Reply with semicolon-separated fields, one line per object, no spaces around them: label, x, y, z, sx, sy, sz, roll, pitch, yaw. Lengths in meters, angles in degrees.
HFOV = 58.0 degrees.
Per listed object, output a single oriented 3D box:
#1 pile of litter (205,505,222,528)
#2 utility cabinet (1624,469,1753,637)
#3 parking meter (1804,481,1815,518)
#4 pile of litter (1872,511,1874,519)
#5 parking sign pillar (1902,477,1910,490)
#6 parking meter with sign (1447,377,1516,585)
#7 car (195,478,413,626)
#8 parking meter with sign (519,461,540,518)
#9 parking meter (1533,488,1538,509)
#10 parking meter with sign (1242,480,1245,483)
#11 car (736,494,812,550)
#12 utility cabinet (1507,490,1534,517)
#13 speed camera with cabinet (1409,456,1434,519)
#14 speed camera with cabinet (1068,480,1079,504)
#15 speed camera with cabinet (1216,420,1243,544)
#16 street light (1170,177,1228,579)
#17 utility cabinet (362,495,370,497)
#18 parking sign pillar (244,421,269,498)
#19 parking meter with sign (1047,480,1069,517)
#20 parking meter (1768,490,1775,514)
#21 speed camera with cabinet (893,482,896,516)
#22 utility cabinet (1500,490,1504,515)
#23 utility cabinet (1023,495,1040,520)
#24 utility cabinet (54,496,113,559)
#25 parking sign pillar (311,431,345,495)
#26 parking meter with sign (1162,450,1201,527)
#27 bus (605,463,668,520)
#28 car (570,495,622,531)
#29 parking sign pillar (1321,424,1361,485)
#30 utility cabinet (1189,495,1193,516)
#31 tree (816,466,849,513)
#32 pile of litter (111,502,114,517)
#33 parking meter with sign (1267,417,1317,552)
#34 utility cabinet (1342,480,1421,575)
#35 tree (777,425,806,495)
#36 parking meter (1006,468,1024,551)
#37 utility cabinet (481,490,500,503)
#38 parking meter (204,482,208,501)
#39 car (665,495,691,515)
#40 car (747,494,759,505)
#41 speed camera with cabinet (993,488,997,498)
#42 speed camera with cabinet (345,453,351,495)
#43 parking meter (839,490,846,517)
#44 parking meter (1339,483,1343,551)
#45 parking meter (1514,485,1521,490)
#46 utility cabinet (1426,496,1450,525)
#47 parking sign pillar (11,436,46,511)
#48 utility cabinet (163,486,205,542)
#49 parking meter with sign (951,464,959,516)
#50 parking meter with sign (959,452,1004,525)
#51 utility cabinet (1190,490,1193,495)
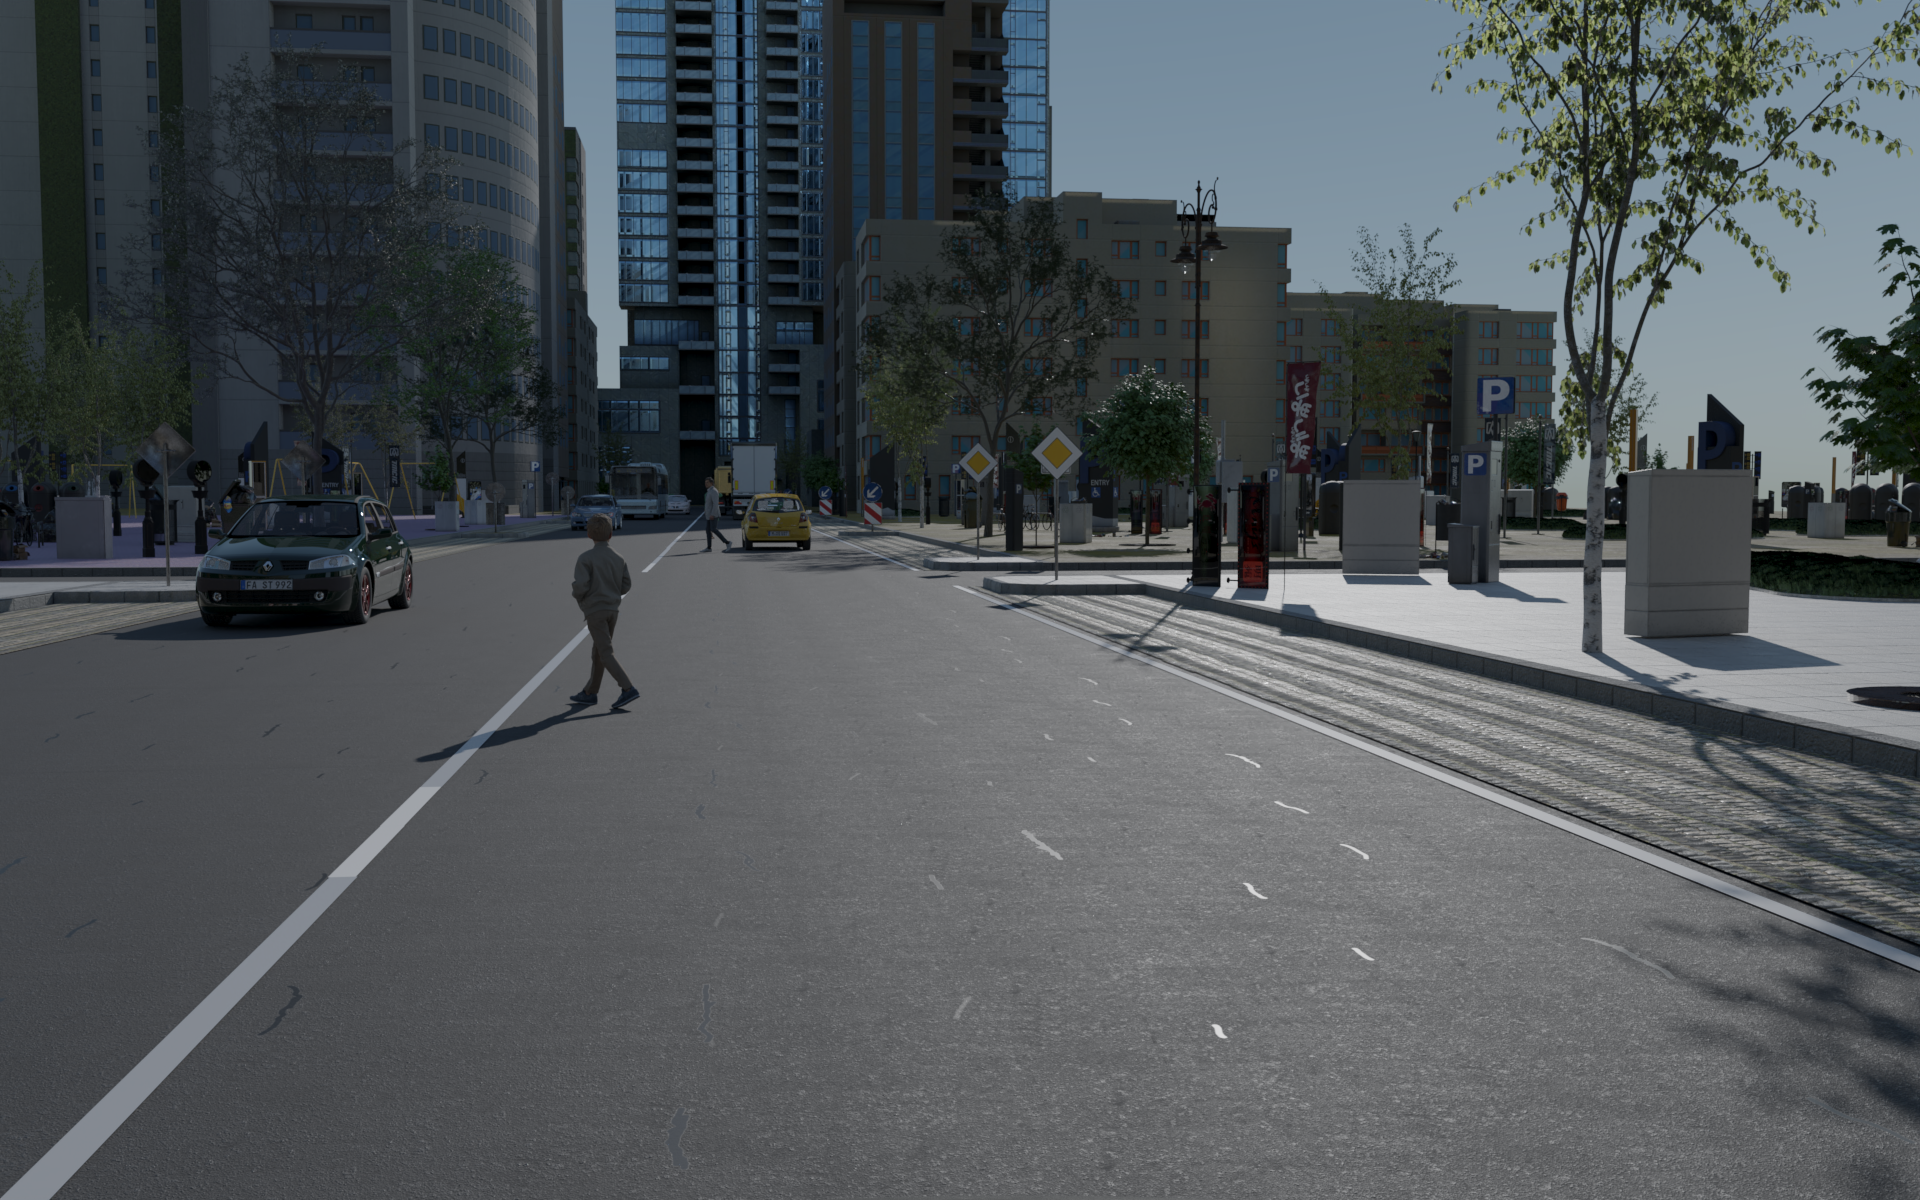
pile of litter;-28.919;-3.218;66.576;1.719;0.858;1.176;-1;4;-18
utility cabinet;6.558;-0.424;15.611;1.173;1.500;0.318;-1;4;-22
parking meter;39.038;-4.520;79.611;0.255;1.863;0.399;-2;4;-26
pile of litter;45.953;-4.500;87.548;1.176;0.858;1.719;0;4;-7
parking sign pillar;52.810;-6.575;95.974;1.447;3.967;1.447;0;4;-2
parking meter with sign;7.571;-1.772;25.241;0.543;3.016;1.738;2;4;32
car;-7.552;-0.637;20.197;2.009;1.686;4.222;0;4;-8
parking meter with sign;-23.088;-5.899;92.715;0.543;3.016;1.738;-3;4;-38
parking meter;33.444;-5.803;100.582;0.399;1.863;0.255;3;5;39
parking meter with sign;14.838;-5.886;92.495;1.738;3.016;0.543;1;4;23
car;-4.871;-2.165;45.618;2.015;1.641;3.980;-1;4;-9
utility cabinet;27.501;-4.669;85.015;1.173;1.500;0.318;2;4;33
speed camera with cabinet;24.022;-5.863;90.193;0.660;3.252;2.038;3;4;38
speed camera with cabinet;6.949;-6.746;104.635;0.660;3.252;2.038;-3;5;-42
speed camera with cabinet;7.321;-3.146;45.766;0.660;3.252;2.038;0;4;-8
street light;3.517;-3.235;25.677;0.468;5.910;1.993;0;4;-8
utility cabinet;-35.961;-5.689;104.177;1.020;1.237;0.306;2;4;26
parking sign pillar;-25.848;-4.597;63.627;1.447;3.967;1.447;0;4;-1
parking meter with sign;5.693;-6.117;96.279;1.738;3.016;0.543;0;4;1
parking meter;52.425;-6.330;111.913;0.372;1.533;0.369;0;3;0
speed camera with cabinet;-3.817;-6.028;92.892;0.660;3.252;2.038;0;4;3
utility cabinet;27.003;-4.816;87.421;1.173;1.500;0.318;-1;4;-23
utility cabinet;3.408;-4.537;85.345;1.020;1.237;0.306;0;4;-1
utility cabinet;-17.424;-1.425;34.462;1.020;1.237;0.306;0;4;5
parking sign pillar;-27.024;-5.232;74.014;1.447;3.967;1.447;0;4;-3
parking meter with sign;8.447;-4.323;66.948;1.738;3.016;0.543;-2;4;-28
bus;-18.380;-6.404;99.563;2.948;3.499;13.247;0;4;-7
car;-14.567;-3.517;69.507;2.014;1.417;4.499;0;4;-7
parking sign pillar;14.815;-4.734;65.880;1.447;3.967;1.447;2;4;33
utility cabinet;13.258;-5.405;99.531;0.306;1.237;1.020;3;4;37
tree;-8.537;-7.472;116.774;1.663;3.219;1.824;0;3;0
pile of litter;-46.984;-4.966;95.166;1.176;0.858;1.719;1;4;13
parking meter with sign;7.232;-2.608;38.903;1.738;3.016;0.543;-3;5;-41
utility cabinet;6.642;-1.139;27.305;1.173;1.500;0.318;1;4;15
tree;-17.777;-14.340;184.828;4.737;8.622;4.395;0;3;0
parking meter;1.237;-2.048;39.201;0.255;1.863;0.399;3;5;40
utility cabinet;-27.120;-5.576;99.846;0.318;1.500;1.173;3;5;43
parking meter;-37.718;-4.931;86.335;0.399;1.863;0.255;2;4;30
car;-19.791;-6.636;120.866;2.083;1.381;4.827;0;4;-8
car;-8.802;-4.184;80.201;2.131;1.459;4.920;0;4;-7
speed camera with cabinet;2.272;-5.929;91.273;2.038;3.252;0.660;1;4;12
speed camera with cabinet;-29.555;-5.363;82.016;2.038;3.252;0.660;0;4;3
parking meter;-6.699;-5.526;98.757;0.372;1.533;0.369;0;3;0
parking meter;8.806;-1.892;39.350;0.372;1.533;0.369;0;3;0
parking meter;34.049;-6.121;105.781;0.399;1.863;0.255;0;4;2
utility cabinet;19.807;-3.707;71.774;0.306;1.237;1.020;-2;4;-35
parking sign pillar;-41.450;-5.420;77.083;1.447;3.967;1.447;0;4;2
utility cabinet;-20.480;-2.265;45.712;1.173;1.500;0.318;2;4;26
parking meter with sign;-0.019;-6.403;100.947;0.543;3.016;1.738;1;4;15
parking meter with sign;0.931;-4.604;71.533;1.738;3.016;0.543;0;4;4
utility cabinet;13.257;-5.715;102.112;1.173;1.500;0.318;3;5;42
